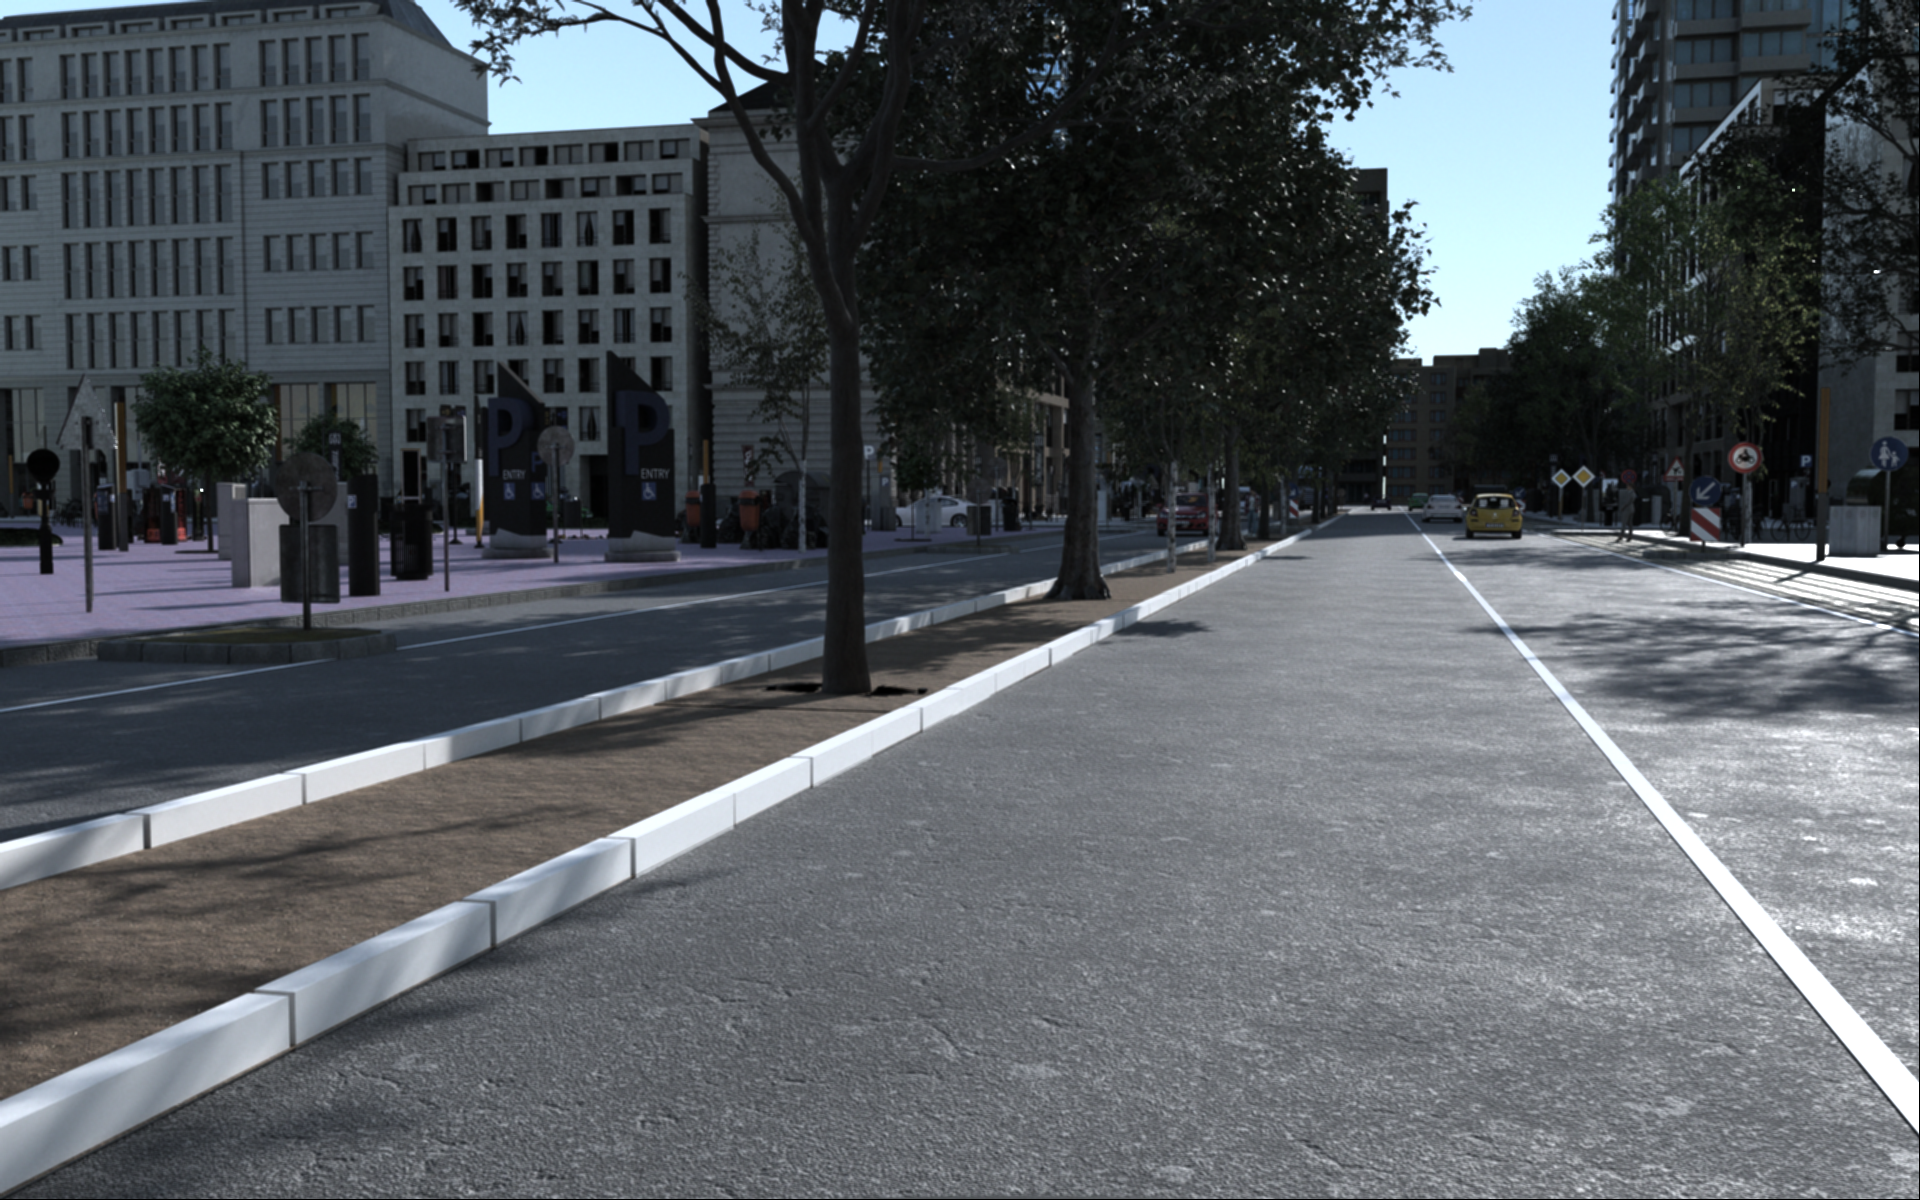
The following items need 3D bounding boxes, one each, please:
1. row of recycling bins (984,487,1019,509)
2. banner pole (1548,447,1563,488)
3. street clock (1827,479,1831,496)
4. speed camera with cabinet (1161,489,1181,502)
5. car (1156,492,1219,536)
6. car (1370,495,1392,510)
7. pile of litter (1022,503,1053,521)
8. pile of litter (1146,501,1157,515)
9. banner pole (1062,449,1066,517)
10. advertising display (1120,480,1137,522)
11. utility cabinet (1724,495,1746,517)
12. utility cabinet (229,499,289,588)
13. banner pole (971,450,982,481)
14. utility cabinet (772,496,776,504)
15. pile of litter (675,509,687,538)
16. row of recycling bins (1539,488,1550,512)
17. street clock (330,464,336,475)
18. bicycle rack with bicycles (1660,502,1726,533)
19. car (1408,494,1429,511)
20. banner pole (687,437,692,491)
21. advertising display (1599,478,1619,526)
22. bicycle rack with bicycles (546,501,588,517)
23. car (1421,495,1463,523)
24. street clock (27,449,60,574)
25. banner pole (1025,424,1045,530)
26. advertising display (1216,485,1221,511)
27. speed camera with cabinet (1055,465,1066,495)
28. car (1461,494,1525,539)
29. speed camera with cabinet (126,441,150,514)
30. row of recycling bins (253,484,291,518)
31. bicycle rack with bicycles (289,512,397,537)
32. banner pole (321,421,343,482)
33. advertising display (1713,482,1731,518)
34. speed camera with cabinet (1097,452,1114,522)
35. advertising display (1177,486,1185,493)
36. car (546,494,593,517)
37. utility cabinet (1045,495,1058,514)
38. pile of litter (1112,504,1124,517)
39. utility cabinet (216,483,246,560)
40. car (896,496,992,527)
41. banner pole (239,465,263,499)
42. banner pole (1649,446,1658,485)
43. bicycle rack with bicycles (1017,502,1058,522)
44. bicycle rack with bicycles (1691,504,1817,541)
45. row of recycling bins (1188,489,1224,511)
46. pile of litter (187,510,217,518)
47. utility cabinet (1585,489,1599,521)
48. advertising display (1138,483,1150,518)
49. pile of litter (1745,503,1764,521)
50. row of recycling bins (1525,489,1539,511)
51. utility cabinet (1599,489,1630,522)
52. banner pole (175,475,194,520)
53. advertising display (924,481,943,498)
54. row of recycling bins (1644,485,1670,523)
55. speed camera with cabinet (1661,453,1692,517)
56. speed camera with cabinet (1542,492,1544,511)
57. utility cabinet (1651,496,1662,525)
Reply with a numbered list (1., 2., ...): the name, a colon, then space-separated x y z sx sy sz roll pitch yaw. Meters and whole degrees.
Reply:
1. row of recycling bins: 1.911 -5.367 94.869 1.069 1.692 3.534 3 5 42
2. banner pole: 31.707 -6.244 92.107 0.863 3.779 0.401 2 4 28
3. street clock: 40.274 -4.655 80.675 0.471 2.002 0.358 2 4 29
4. speed camera with cabinet: 14.197 -7.655 119.498 2.038 3.252 0.660 2 4 24
5. car: 7.919 -3.120 60.046 2.155 1.783 4.494 1 4 14
6. car: 37.460 -8.654 154.070 1.945 1.354 3.894 1 4 13
7. pile of litter: 3.723 -4.297 84.224 1.176 0.858 1.719 -3 5 -40
8. pile of litter: 11.540 -5.654 106.405 1.176 0.858 1.719 -2 4 -33
9. banner pole: 5.732 -6.453 95.522 0.401 3.779 0.863 1 4 15
10. advertising display: 7.809 -4.630 80.909 0.123 1.923 0.974 -2 4 -28
11. utility cabinet: 38.031 -4.511 84.922 1.020 1.237 0.306 1 4 22
12. utility cabinet: -9.787 -0.800 24.235 0.306 1.237 1.020 1 4 11
13. banner pole: 0.881 -6.587 97.716 0.863 3.779 0.401 -2 4 -26
14. utility cabinet: -6.764 -3.271 64.642 0.306 1.237 1.020 -3 5 -42
15. pile of litter: -8.390 -2.275 51.167 1.176 0.858 1.719 2 4 30
16. row of recycling bins: 42.930 -7.214 125.069 1.069 1.692 3.534 1 4 8
17. street clock: -15.062 -2.242 41.232 0.471 2.002 0.358 3 5 42
18. bicycle rack with bicycles: 24.557 -2.620 56.213 2.852 0.926 2.925 -1 4 -9
19. car: 38.894 -8.424 146.525 1.959 1.807 4.718 1 4 13
20. banner pole: -11.827 -5.257 75.964 0.401 3.779 0.863 0 4 3
21. advertising display: 25.895 -3.908 69.116 0.974 1.923 0.123 -2 4 -28
22. bicycle rack with bicycles: -20.110 -4.534 87.521 2.852 0.926 2.925 0 4 5
23. car: 24.449 -4.615 87.824 2.083 1.381 4.827 1 4 13
24. street clock: -14.692 -1.421 27.805 0.471 2.002 0.358 -2 4 -27
25. banner pole: 2.701 -4.392 61.827 0.863 3.779 0.401 -3 5 -39
26. advertising display: 19.149 -7.528 128.299 0.123 1.923 0.974 -1 4 -10
27. speed camera with cabinet: 6.842 -7.528 117.415 0.660 3.252 2.038 0 4 -4
28. car: 17.519 -2.855 56.906 2.015 1.641 3.980 1 4 15
29. speed camera with cabinet: -30.218 -4.317 64.926 0.660 3.252 2.038 2 4 29
30. row of recycling bins: -26.770 -3.854 70.128 3.534 1.692 1.069 -1 4 -10
31. bicycle rack with bicycles: -18.269 -2.267 50.443 2.925 0.926 2.852 0 4 4
32. banner pole: -21.595 -4.248 59.469 0.863 3.779 0.401 0 4 -1
33. advertising display: 41.479 -5.448 94.288 0.974 1.923 0.123 0 4 -5
34. speed camera with cabinet: 6.719 -5.268 80.474 0.660 3.252 2.038 1 4 16
35. advertising display: 18.449 -8.553 145.048 0.974 1.923 0.123 2 4 24
36. car: -18.112 -4.019 74.503 4.718 1.807 1.959 1 4 13
37. utility cabinet: 5.998 -6.210 112.701 1.020 1.237 0.306 3 5 41
38. pile of litter: 8.790 -5.022 96.071 1.176 0.858 1.719 0 4 -3
39. utility cabinet: -14.245 -1.544 33.927 0.318 1.500 1.173 -1 4 -11
40. car: -1.080 -3.539 70.223 4.827 1.381 2.083 1 4 14
41. banner pole: -20.672 -3.708 50.649 0.863 3.779 0.401 -3 5 -39
42. banner pole: 36.235 -6.154 90.640 0.401 3.779 0.863 -1 4 -15
43. bicycle rack with bicycles: 3.398 -4.008 78.905 2.852 0.926 2.925 0 4 4
44. bicycle rack with bicycles: 22.447 -2.132 48.240 2.925 0.926 2.852 -3 4 -36
45. row of recycling bins: 19.084 -7.722 133.364 3.534 1.692 1.069 3 5 39
46. pile of litter: -41.247 -4.890 93.921 1.719 0.858 1.176 1 4 11
47. utility cabinet: 30.297 -4.504 82.317 0.318 1.500 1.173 -2 4 -31
48. advertising display: 9.835 -5.370 93.019 0.974 1.923 0.123 -3 4 -38
49. pile of litter: 38.199 -4.247 83.407 1.176 0.858 1.719 3 4 39
50. row of recycling bins: 42.948 -7.488 129.536 1.069 1.692 3.534 1 4 11
51. utility cabinet: 29.984 -4.314 79.218 1.173 1.500 0.318 1 4 9
52. banner pole: -38.167 -5.845 85.585 0.863 3.779 0.401 1 4 15
53. advertising display: -1.244 -4.669 81.558 0.974 1.923 0.123 -2 4 -25
54. row of recycling bins: 30.944 -4.291 77.271 1.069 1.692 3.534 1 4 14
55. speed camera with cabinet: 34.446 -5.438 83.251 0.660 3.252 2.038 0 4 -5
56. speed camera with cabinet: 45.905 -8.558 134.264 2.038 3.252 0.660 1 4 23
57. utility cabinet: 28.995 -3.726 72.085 0.306 1.237 1.020 1 4 17
